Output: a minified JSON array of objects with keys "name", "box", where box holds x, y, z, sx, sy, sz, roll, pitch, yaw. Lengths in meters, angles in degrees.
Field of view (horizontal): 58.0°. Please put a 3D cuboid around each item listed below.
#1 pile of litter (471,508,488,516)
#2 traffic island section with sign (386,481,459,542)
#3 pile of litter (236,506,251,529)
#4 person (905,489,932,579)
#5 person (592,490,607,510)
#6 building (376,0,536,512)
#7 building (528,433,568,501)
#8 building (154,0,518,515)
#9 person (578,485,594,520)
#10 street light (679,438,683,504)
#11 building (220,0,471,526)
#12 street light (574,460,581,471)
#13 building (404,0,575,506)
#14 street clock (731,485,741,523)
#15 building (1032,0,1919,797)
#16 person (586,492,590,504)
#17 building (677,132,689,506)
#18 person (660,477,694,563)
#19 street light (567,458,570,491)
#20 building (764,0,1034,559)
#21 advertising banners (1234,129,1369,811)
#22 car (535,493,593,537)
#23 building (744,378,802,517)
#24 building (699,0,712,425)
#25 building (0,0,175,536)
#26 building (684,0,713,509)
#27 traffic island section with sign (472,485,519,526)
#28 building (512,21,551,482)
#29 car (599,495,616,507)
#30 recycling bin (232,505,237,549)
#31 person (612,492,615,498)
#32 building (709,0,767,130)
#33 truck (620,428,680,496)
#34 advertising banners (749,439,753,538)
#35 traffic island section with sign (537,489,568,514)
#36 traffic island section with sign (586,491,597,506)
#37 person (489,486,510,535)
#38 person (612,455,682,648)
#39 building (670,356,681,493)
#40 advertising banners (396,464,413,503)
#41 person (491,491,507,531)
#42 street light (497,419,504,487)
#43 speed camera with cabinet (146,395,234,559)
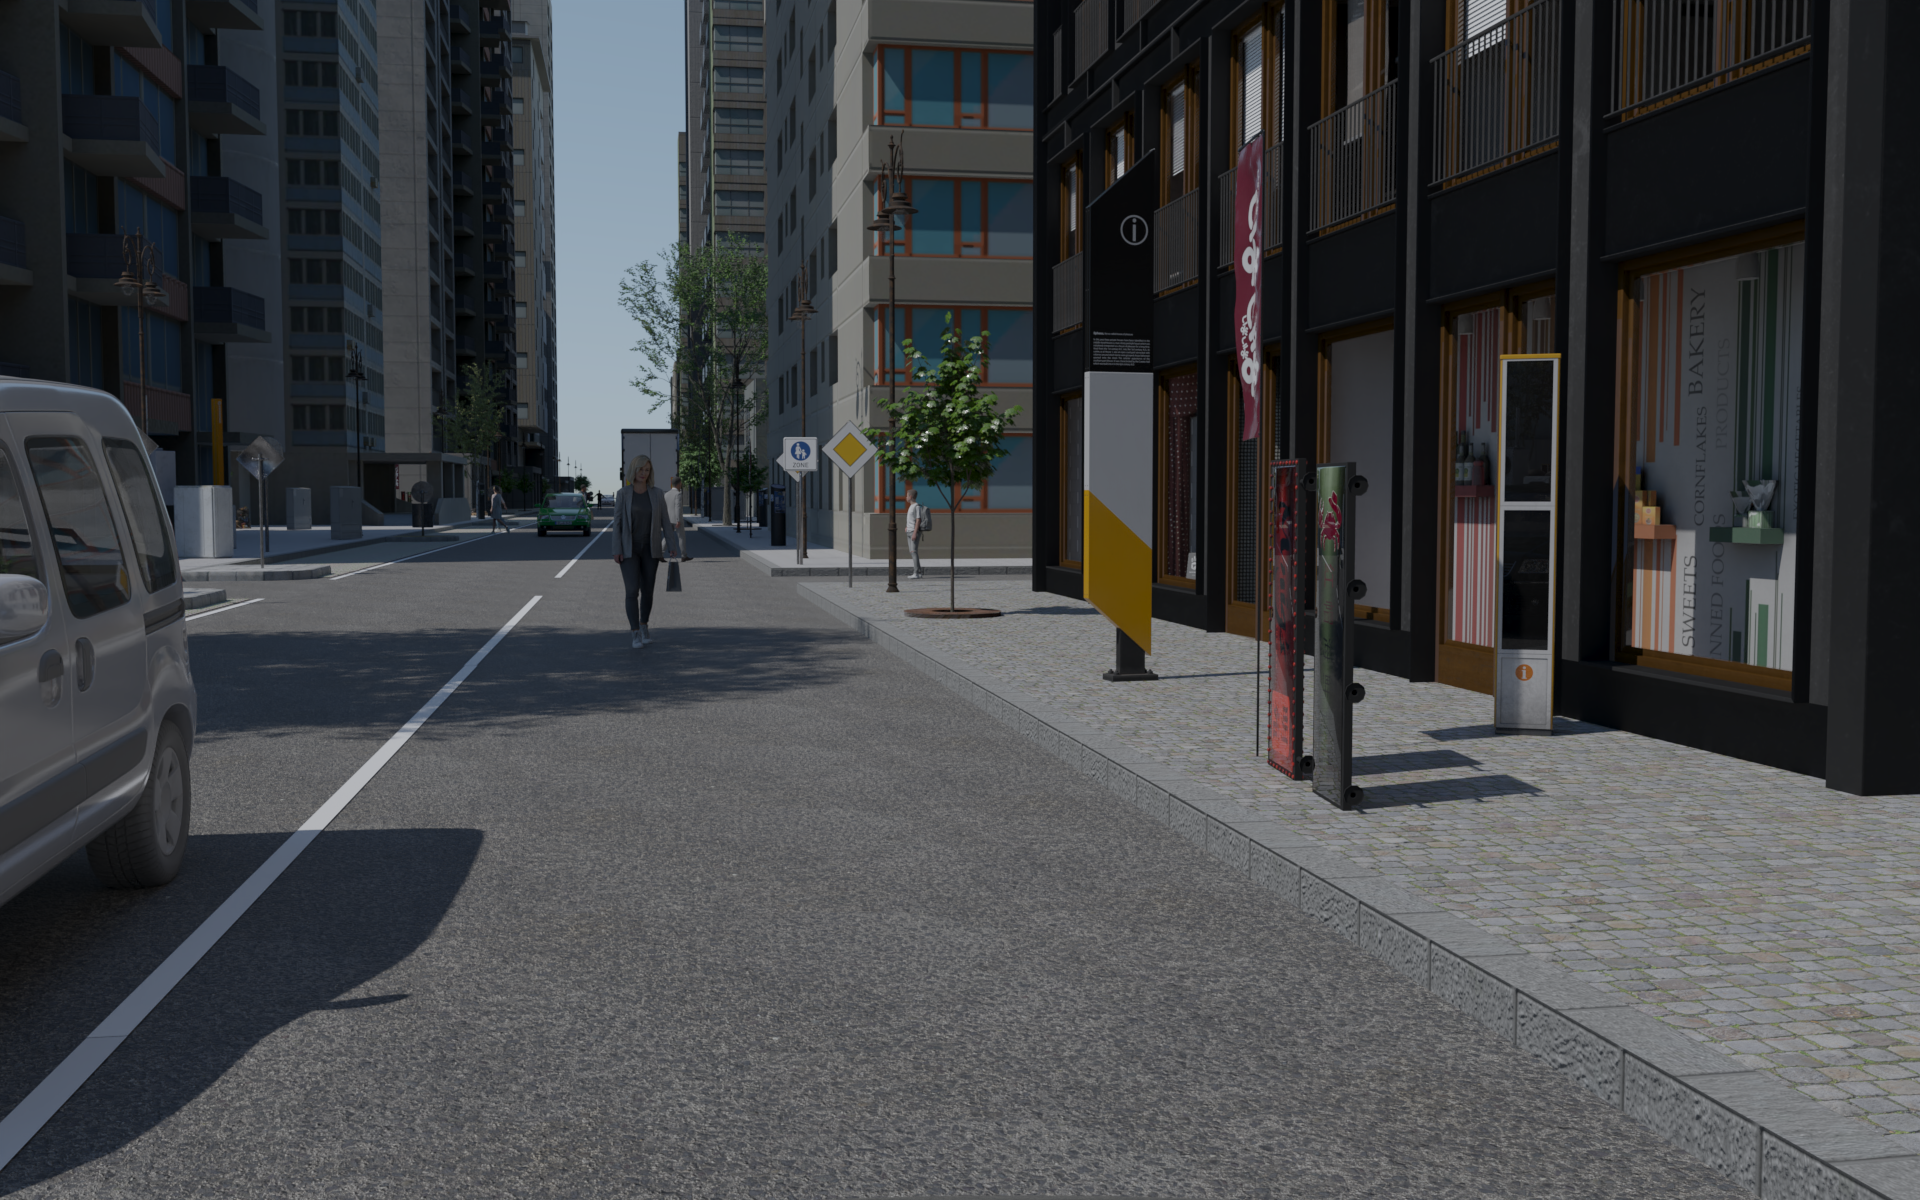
[{"name":"pile of litter","box":[-28.540,-5.434,102.813,1.719,0.858,1.176,1,4,13]},{"name":"traffic island section with sign","box":[-16.254,-2.680,52.443,1.989,1.847,2.006,-1,4,-10]},{"name":"pile of litter","box":[-26.869,-3.077,64.279,1.176,0.858,1.719,0,4,-7]},{"name":"person","box":[-0.760,-1.119,29.390,0.503,1.515,0.523,3,5,43]},{"name":"person","box":[-33.237,-9.245,159.674,1.348,1.821,0.705,-1,4,-23]},{"name":"building","box":[-49.621,-44.093,159.179,20.563,71.187,20.611,-1,4,-10]},{"name":"building","box":[-67.125,-32.436,222.208,32.217,40.220,23.993,-1,4,-10]},{"name":"building","box":[-46.715,-29.406,135.411,22.147,44.769,28.867,-1,4,-10]},{"name":"person","box":[-15.614,-3.876,71.859,0.713,1.824,0.794,3,4,37]},{"name":"street light","box":[-21.558,-9.877,134.282,0.468,5.910,1.993,-1,4,-10]},{"name":"building","box":[-38.591,-23.378,74.107,32.217,40.220,23.993,-1,4,-10]},{"name":"street light","box":[-51.757,-15.940,233.398,0.468,5.910,1.993,-1,4,-10]},{"name":"building","box":[-65.465,-49.300,244.311,20.563,71.187,20.611,-1,4,-10]},{"name":"street clock","box":[-9.879,-4.407,76.632,0.471,2.002,0.358,1,4,23]},{"name":"building","box":[8.433,-11.365,15.501,12.332,23.373,15.834,-1,4,-10]},{"name":"person","box":[-37.941,-10.182,176.446,0.593,1.643,0.415,-3,5,-43]},{"name":"building","box":[-25.279,-31.555,199.522,14.154,41.232,14.086,-1,4,-10]},{"name":"person","box":[-6.000,-1.685,36.327,0.678,1.792,0.850,3,5,43]},{"name":"street light","box":[-47.588,-14.544,210.574,0.468,5.910,1.993,-1,4,-10]},{"name":"building","box":[9.936,-12.504,49.483,28.899,21.520,27.650,-1,4,-10]},{"name":"advertising banners","box":[1.496,-0.714,7.856,0.090,3.025,2.074,0,4,-4]},{"name":"car","box":[-13.637,-3.114,59.711,1.959,1.807,4.718,-1,4,-12]},{"name":"building","box":[0.540,-47.605,91.005,22.319,86.520,31.000,-1,4,-10]},{"name":"building","box":[-9.162,-31.722,138.261,23.786,49.044,30.456,-1,4,-10]},{"name":"building","box":[-29.758,-23.610,40.650,22.147,44.769,28.867,-1,4,-10]},{"name":"building","box":[-15.718,-38.198,166.538,21.231,58.520,28.212,-1,4,-10]},{"name":"traffic island section with sign","box":[-21.157,-4.301,78.950,1.989,1.847,2.006,-1,4,-10]},{"name":"building","box":[-61.336,-37.139,196.464,28.713,52.752,27.495,-1,4,-10]},{"name":"car","box":[-40.578,-11.412,198.941,2.083,1.381,4.827,-1,4,-11]},{"name":"recycling bin","box":[-17.289,-1.690,40.182,0.722,1.027,0.722,0,4,1]},{"name":"person","box":[-51.410,-15.128,256.531,0.721,1.739,1.217,-2,4,-30]},{"name":"building","box":[-9.601,-26.409,115.376,14.154,41.232,14.086,-1,4,-10]},{"name":"truck","box":[-14.244,-5.544,79.563,2.839,4.237,11.283,-1,4,-10]},{"name":"advertising banners","box":[-6.136,-3.335,50.712,0.090,3.025,2.074,0,4,-6]},{"name":"traffic island section with sign","box":[-30.267,-7.313,128.195,1.989,1.847,2.006,-1,4,-10]},{"name":"traffic island section with sign","box":[-50.201,-13.907,235.999,1.989,1.847,2.006,-1,4,-10]},{"name":"person","box":[-16.330,-3.181,61.264,0.760,1.731,0.466,-3,4,-36]},{"name":"person","box":[-2.945,-0.471,16.390,0.709,1.800,0.728,-1,4,-17]},{"name":"building","box":[-22.505,-23.083,222.449,27.650,21.520,28.899,-1,4,-10]},{"name":"advertising banners","box":[-31.832,-6.290,99.033,0.090,3.025,2.074,1,4,9]},{"name":"person","box":[-17.570,-3.497,66.341,0.598,1.740,0.731,1,4,16]},{"name":"street light","box":[-28.167,-8.143,105.927,0.468,5.910,1.993,-1,4,-10]},{"name":"speed camera with cabinet","box":[-15.624,-2.471,34.743,2.038,3.252,0.660,1,4,17]}]
